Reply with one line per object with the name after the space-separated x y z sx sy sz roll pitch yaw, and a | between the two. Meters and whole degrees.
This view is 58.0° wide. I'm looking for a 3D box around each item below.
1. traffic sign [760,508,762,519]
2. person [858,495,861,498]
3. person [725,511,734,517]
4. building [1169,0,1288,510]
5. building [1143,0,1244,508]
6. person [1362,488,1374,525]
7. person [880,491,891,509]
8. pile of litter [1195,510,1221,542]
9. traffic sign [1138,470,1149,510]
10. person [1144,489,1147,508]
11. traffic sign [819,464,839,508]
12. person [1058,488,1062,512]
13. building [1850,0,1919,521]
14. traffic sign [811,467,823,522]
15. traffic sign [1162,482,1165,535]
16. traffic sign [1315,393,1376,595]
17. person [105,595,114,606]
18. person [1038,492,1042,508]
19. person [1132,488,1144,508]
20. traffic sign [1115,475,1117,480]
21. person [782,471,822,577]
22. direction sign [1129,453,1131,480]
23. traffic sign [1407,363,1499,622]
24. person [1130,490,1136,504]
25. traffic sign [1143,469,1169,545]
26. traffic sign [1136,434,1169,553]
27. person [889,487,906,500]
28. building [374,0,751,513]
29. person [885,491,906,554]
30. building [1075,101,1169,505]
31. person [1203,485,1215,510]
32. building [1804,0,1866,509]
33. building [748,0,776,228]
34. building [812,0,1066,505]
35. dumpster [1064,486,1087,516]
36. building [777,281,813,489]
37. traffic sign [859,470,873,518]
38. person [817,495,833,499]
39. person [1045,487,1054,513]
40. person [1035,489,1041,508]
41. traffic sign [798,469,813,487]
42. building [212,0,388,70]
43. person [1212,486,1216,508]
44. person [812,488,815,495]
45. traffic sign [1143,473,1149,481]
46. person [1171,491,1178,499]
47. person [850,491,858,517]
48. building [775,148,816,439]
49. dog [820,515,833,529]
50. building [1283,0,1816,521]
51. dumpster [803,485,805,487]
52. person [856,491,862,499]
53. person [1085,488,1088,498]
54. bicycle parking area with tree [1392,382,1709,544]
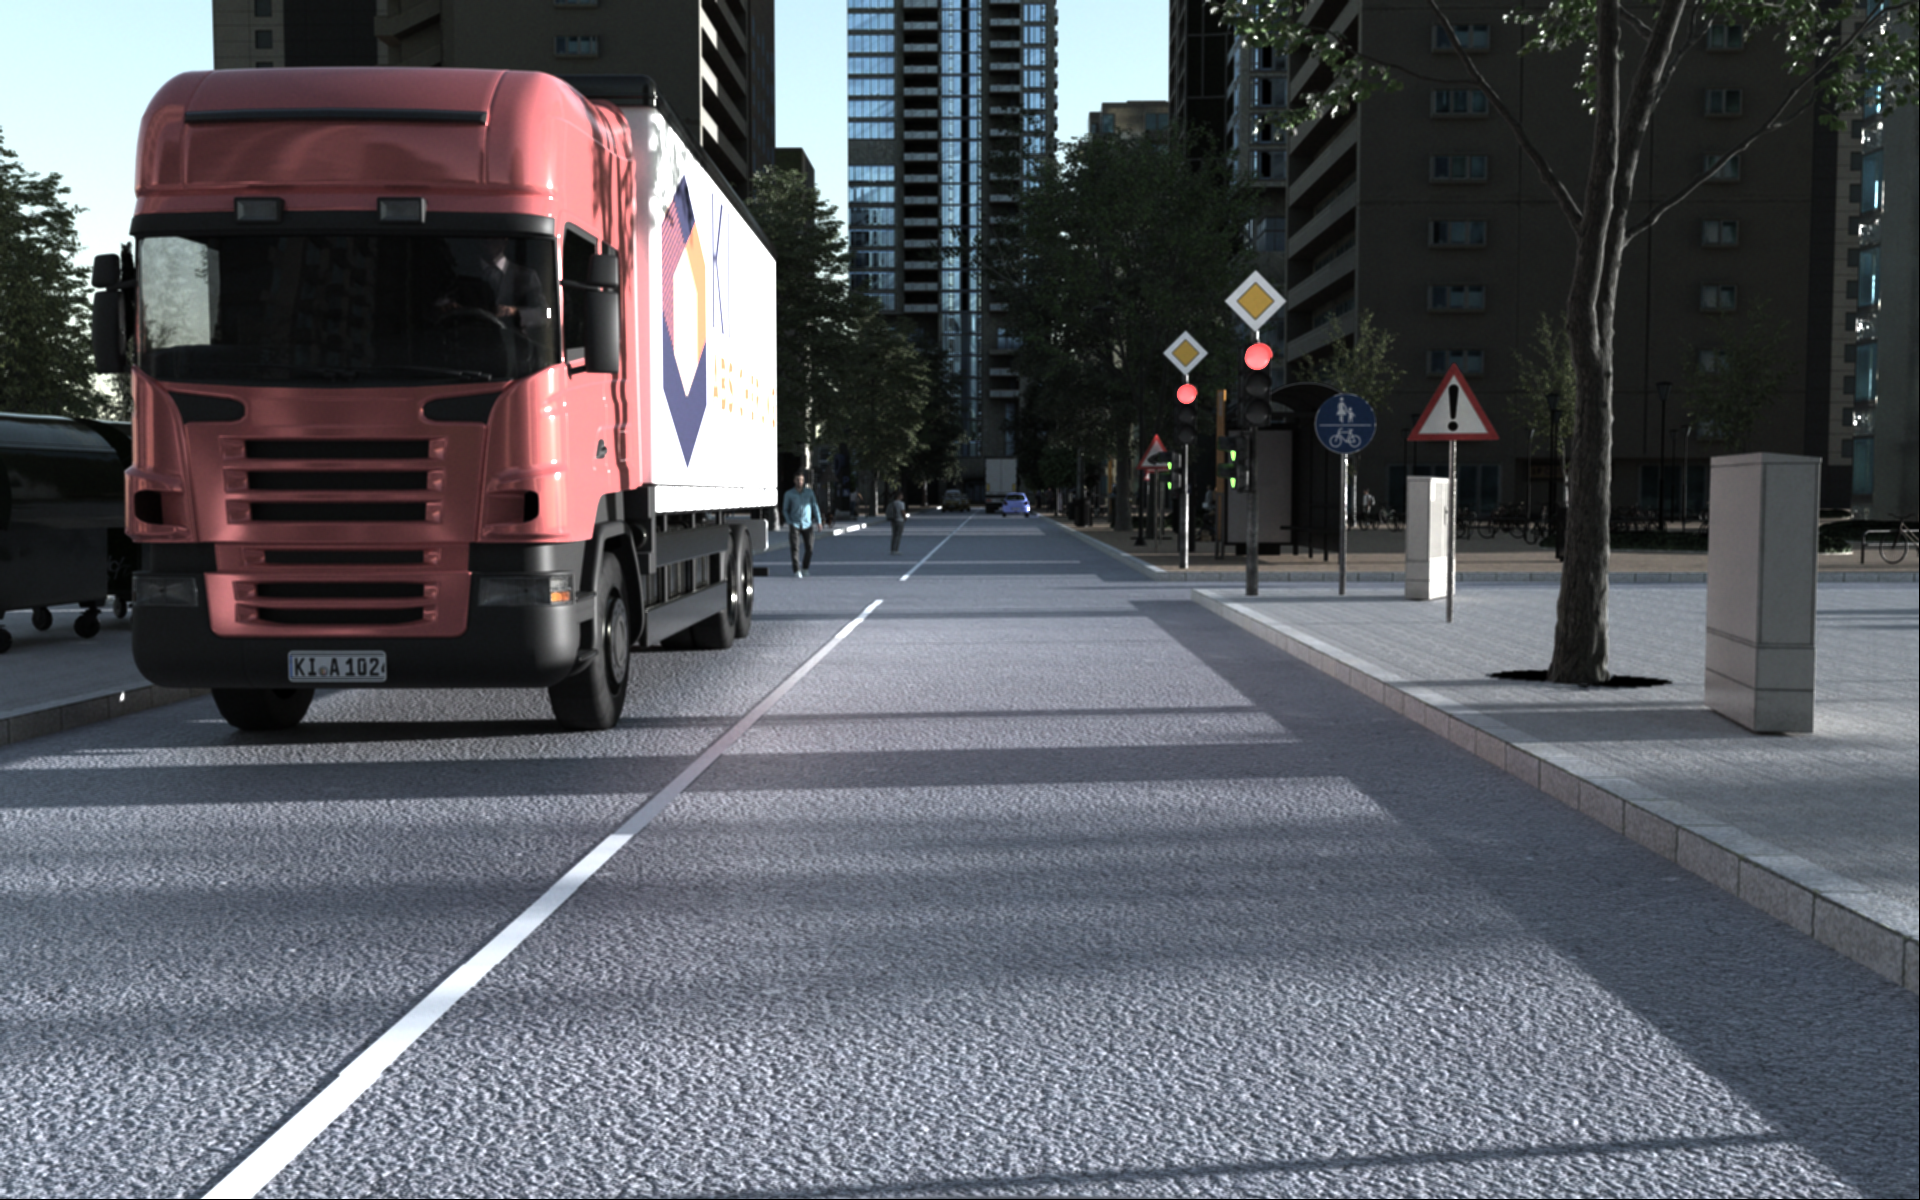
-7.962 -4.230 69.168 0.884 2.594 0.081 1 4 10 | traffic sign
-6.913 -6.485 112.777 1.217 1.736 0.721 -1 4 -23 | person
-12.907 -5.569 96.941 0.795 1.843 0.661 2 4 24 | person
28.829 -50.046 130.928 22.319 86.520 31.000 0 4 1 | building
27.937 -43.971 157.177 20.563 71.187 20.611 0 4 1 | building
16.706 -3.816 71.024 0.503 1.515 0.523 3 5 41 | person
-6.365 -8.758 148.870 1.348 1.869 0.705 -3 5 -43 | person
6.605 -2.026 47.092 1.176 0.858 1.719 0 4 -6 | pile of litter
7.718 -4.349 71.220 0.768 2.556 0.104 0 4 3 | traffic sign
17.325 -9.422 161.003 0.530 1.710 0.541 1 4 16 | person
-5.692 -4.583 74.941 0.884 2.594 0.081 1 4 9 | traffic sign
6.927 -6.967 120.621 0.551 1.740 0.621 1 4 17 | person
46.076 -26.547 53.645 30.456 49.044 23.786 0 4 1 | building
-6.689 -4.912 80.419 0.768 2.556 0.104 1 4 11 | traffic sign
6.331 -3.291 53.908 0.768 2.556 0.104 0 4 3 | traffic sign
4.867 -1.337 21.972 0.768 2.556 0.104 0 4 2 | traffic sign
-9.834 -0.780 19.807 0.512 1.701 0.522 3 5 42 | person
7.468 -9.546 162.929 0.445 1.727 0.742 1 4 11 | person
16.706 -9.534 161.901 1.348 1.826 0.705 0 4 -5 | person
9.372 -6.121 100.183 0.768 2.556 0.104 1 4 10 | traffic sign
-2.756 -1.318 30.077 0.660 1.820 0.620 -1 4 -20 | person
9.126 -6.252 94.223 0.379 3.537 0.876 2 4 26 | direction sign
4.900 -1.056 17.265 0.884 2.594 0.081 1 4 10 | traffic sign
16.622 -9.966 169.515 1.217 1.766 0.721 0 4 4 | person
5.089 -2.685 43.902 0.884 2.594 0.081 1 4 8 | traffic sign
4.265 -2.303 37.660 0.884 2.594 0.081 0 4 5 | traffic sign
-4.557 -7.309 125.515 1.348 1.831 0.705 1 4 17 | person
-26.283 -30.130 116.326 21.300 48.544 21.600 0 4 1 | building
-1.518 -1.837 41.134 0.503 1.515 0.523 0 4 2 | person
29.333 -36.148 210.632 30.456 49.044 23.786 0 4 1 | building
13.706 -5.435 95.264 0.694 1.780 0.624 -3 5 -39 | person
70.863 -43.976 157.265 20.611 71.187 20.563 0 4 1 | building
-22.150 -29.666 135.147 14.600 45.320 14.200 0 4 1 | building
-1.409 -54.829 209.120 31.000 86.520 22.319 0 4 1 | building
6.867 -5.932 102.746 1.264 1.857 1.865 0 4 1 | dumpster
-29.253 -19.074 156.895 28.899 21.520 27.650 0 4 1 | building
-4.994 -5.628 92.125 0.768 2.556 0.104 0 4 7 | traffic sign
-9.087 -6.719 116.035 1.348 1.807 0.705 1 4 19 | person
6.213 -6.958 120.338 0.617 1.759 0.750 0 4 6 | person
7.242 -9.531 161.740 0.709 1.838 0.599 -3 5 -43 | person
-6.305 -4.195 70.720 0.606 2.300 0.079 0 4 6 | traffic sign
-53.926 -44.115 159.535 20.611 71.187 20.563 0 4 1 | building
17.041 -6.698 115.651 0.705 1.812 1.348 -2 4 -33 | person
-12.054 -8.281 141.965 1.217 1.766 0.721 1 4 13 | person
7.635 -4.183 68.396 0.884 2.594 0.081 1 4 8 | traffic sign
16.193 -7.437 128.354 1.217 1.743 0.721 2 4 25 | person
-5.970 -5.370 94.511 0.731 1.740 0.598 -2 4 -24 | person
-24.867 -32.045 207.525 14.086 41.232 14.154 0 4 1 | building
-4.996 -2.918 64.543 0.406 0.507 0.540 1 4 9 | dog
29.629 -28.582 91.024 21.300 48.544 21.600 0 4 1 | building
-7.729 -4.528 79.788 1.264 1.857 1.865 0 4 1 | dumpster
-6.714 -6.303 109.115 1.348 1.822 0.705 -2 4 -31 | person
9.283 -7.381 127.654 0.436 1.711 0.756 0 4 7 | person
17.300 -3.667 46.964 9.016 4.147 8.231 0 4 1 | bicycle parking area with tree
